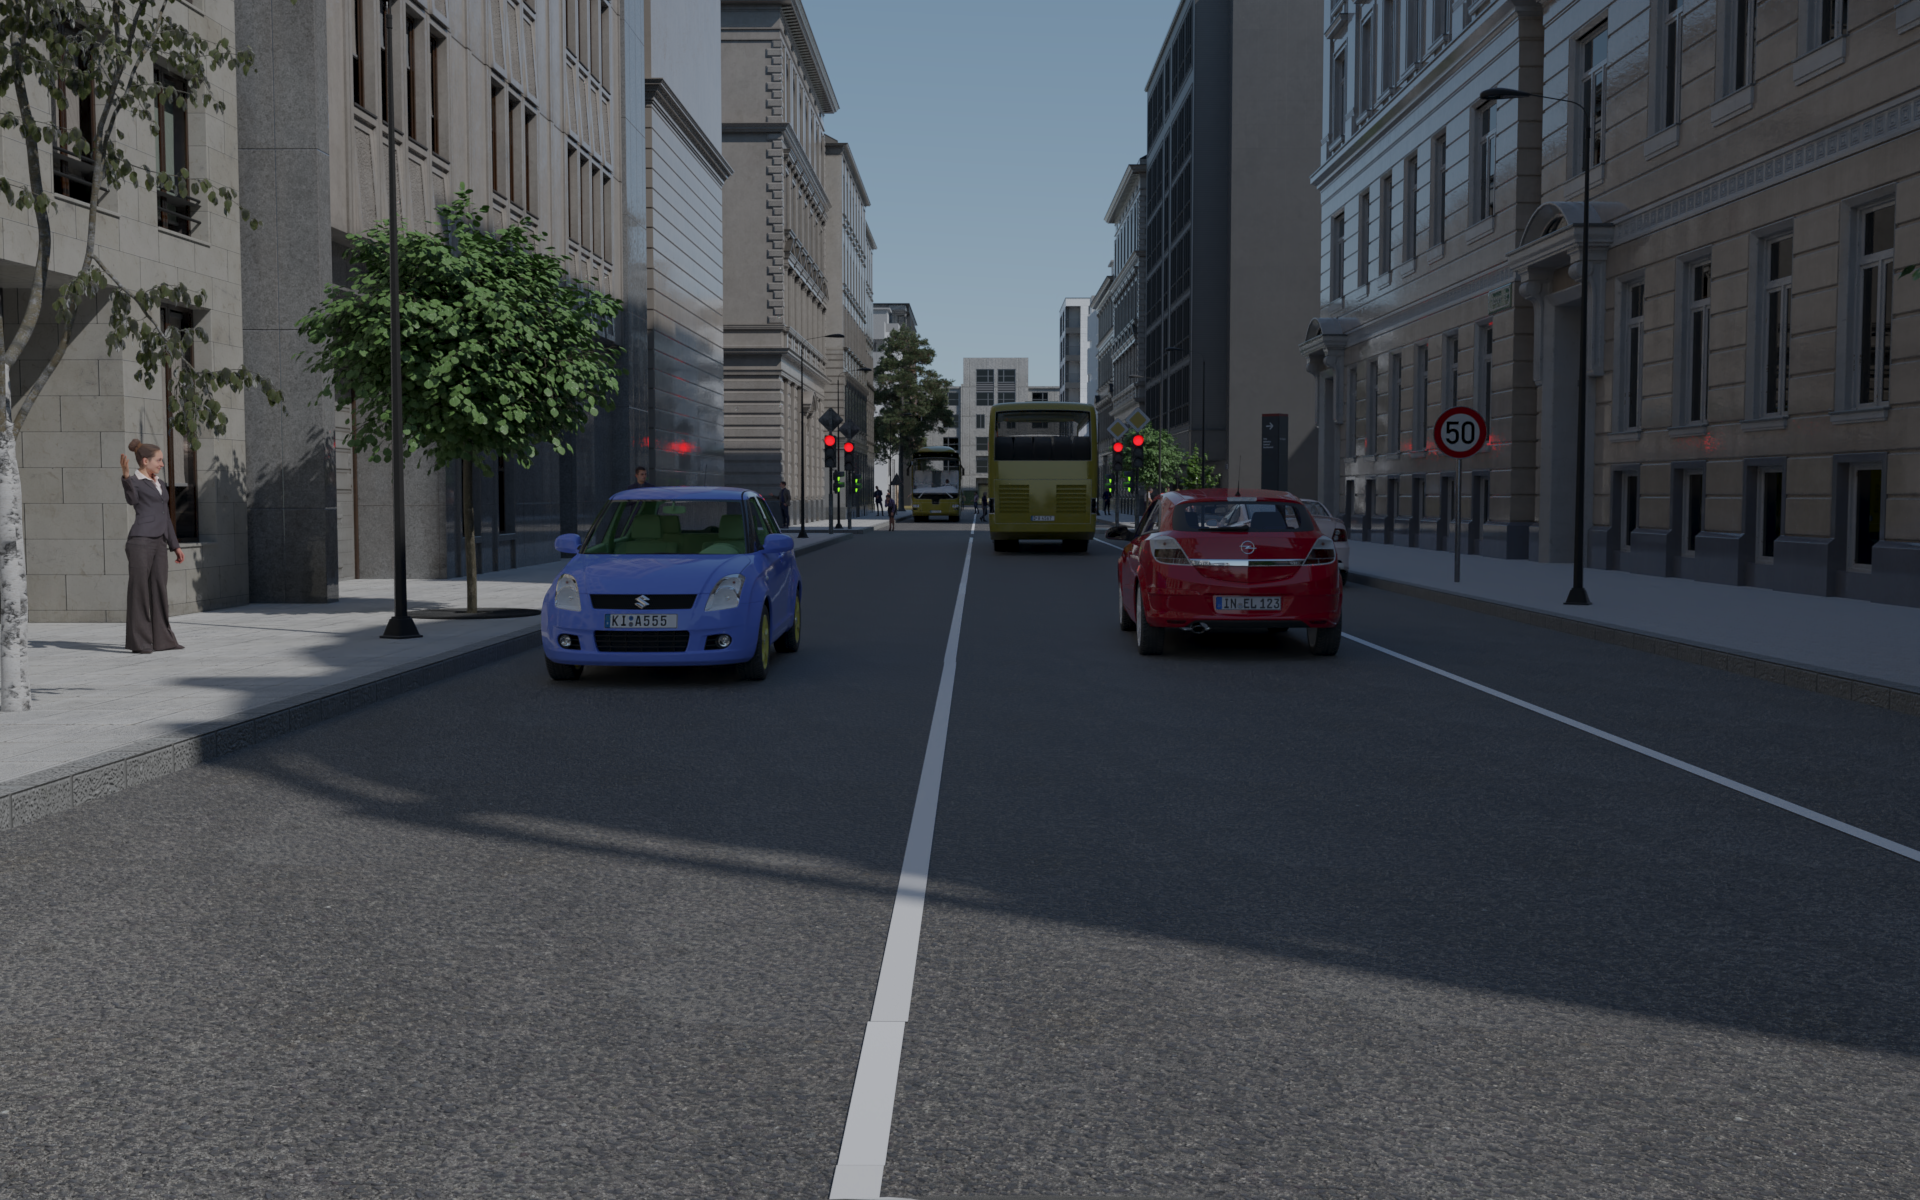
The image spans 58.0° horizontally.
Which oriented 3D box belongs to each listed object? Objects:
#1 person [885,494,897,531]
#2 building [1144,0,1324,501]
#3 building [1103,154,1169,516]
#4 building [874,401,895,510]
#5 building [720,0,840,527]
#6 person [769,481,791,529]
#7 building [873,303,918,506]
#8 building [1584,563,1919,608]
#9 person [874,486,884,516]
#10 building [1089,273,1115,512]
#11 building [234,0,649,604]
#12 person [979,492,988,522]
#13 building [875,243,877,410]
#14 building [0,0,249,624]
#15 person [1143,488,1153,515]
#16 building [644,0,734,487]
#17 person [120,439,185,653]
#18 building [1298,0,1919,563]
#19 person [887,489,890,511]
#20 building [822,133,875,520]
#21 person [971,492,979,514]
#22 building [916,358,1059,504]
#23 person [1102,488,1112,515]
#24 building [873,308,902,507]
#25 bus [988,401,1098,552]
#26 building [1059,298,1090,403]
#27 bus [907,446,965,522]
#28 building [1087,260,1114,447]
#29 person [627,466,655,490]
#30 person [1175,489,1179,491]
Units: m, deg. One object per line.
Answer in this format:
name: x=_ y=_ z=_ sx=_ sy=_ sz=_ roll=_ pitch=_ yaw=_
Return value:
person: x=-2.672 y=-3.359 z=66.650 sx=0.421 sy=1.427 sz=0.697 roll=1 pitch=4 yaw=20
building: x=17.374 y=-17.944 z=86.893 sx=14.314 sy=27.812 sz=24.014 roll=0 pitch=4 yaw=1
building: x=15.249 y=-17.149 z=109.260 sx=11.050 sy=23.489 sz=19.941 roll=0 pitch=4 yaw=1
building: x=-10.145 y=-12.924 z=153.454 sx=9.099 sy=9.664 sz=28.070 roll=0 pitch=4 yaw=1
building: x=-11.484 y=-15.061 z=75.120 sx=11.050 sy=23.489 sz=19.941 roll=0 pitch=4 yaw=1
person: x=-6.685 y=-3.532 z=64.315 sx=0.750 sy=1.759 sz=0.617 roll=-1 pitch=4 yaw=-23
building: x=-21.546 y=-21.736 z=199.363 sx=32.646 sy=21.610 sz=27.936 roll=0 pitch=4 yaw=1
building: x=17.026 y=-14.478 z=22.617 sx=13.634 sy=28.700 sz=20.117 roll=0 pitch=4 yaw=1
person: x=-4.706 y=-5.726 z=100.116 sx=0.683 sy=1.767 sz=0.568 roll=1 pitch=4 yaw=17
building: x=15.484 y=-16.168 z=128.968 sx=10.561 sy=19.102 sz=19.286 roll=0 pitch=4 yaw=1
building: x=-13.300 y=-12.934 z=29.497 sx=12.078 sy=24.808 sz=19.932 roll=0 pitch=4 yaw=1
person: x=1.262 y=-4.814 z=89.415 sx=0.569 sy=1.553 sz=0.471 roll=-2 pitch=4 yaw=-33
building: x=-10.773 y=-16.132 z=112.910 sx=9.793 sy=20.994 sz=18.267 roll=0 pitch=4 yaw=1
building: x=-13.500 y=-9.562 z=11.091 sx=10.420 sy=20.320 sz=16.860 roll=0 pitch=4 yaw=1
person: x=8.455 y=-4.242 z=77.612 sx=0.590 sy=1.554 sz=0.614 roll=0 pitch=4 yaw=5
building: x=-19.373 y=-15.282 z=47.121 sx=25.104 sy=27.353 sz=12.463 roll=0 pitch=4 yaw=1
person: x=-6.488 y=-0.431 z=13.891 sx=0.445 sy=1.727 sz=0.742 roll=-1 pitch=4 yaw=-20
building: x=17.029 y=-15.706 z=42.698 sx=13.634 sy=28.700 sz=20.117 roll=0 pitch=4 yaw=1
person: x=-5.551 y=-7.710 z=133.575 sx=0.415 sy=1.643 sz=0.593 roll=-3 pitch=4 yaw=-37
building: x=-10.293 y=-15.017 z=94.671 sx=9.793 sy=20.994 sz=18.267 roll=0 pitch=4 yaw=1
person: x=1.125 y=-6.927 z=123.714 sx=0.435 sy=1.587 sz=0.963 roll=-2 pitch=4 yaw=-29
building: x=0.503 y=-22.406 z=232.802 sx=31.486 sy=18.905 sz=16.747 roll=0 pitch=4 yaw=1
person: x=8.958 y=-5.996 z=104.789 sx=0.576 sy=1.737 sz=0.504 roll=-3 pitch=5 yaw=-40
building: x=-13.728 y=-19.410 z=173.768 sx=16.016 sy=20.091 sz=11.380 roll=0 pitch=4 yaw=1
bus: x=2.114 y=-3.330 z=45.997 sx=2.896 sy=3.916 sz=12.252 roll=0 pitch=4 yaw=2
building: x=25.069 y=-21.548 z=196.283 sx=27.936 sy=21.610 sz=32.646 roll=0 pitch=4 yaw=1
bus: x=-1.190 y=-6.174 z=92.492 sx=2.896 sy=3.916 sz=12.252 roll=0 pitch=4 yaw=0
building: x=18.816 y=-17.680 z=145.489 sx=16.016 sy=20.091 sz=11.380 roll=0 pitch=4 yaw=1
person: x=-4.937 y=-1.215 z=26.833 sx=0.541 sy=1.710 sz=0.530 roll=0 pitch=4 yaw=8
person: x=9.296 y=-4.037 z=74.595 sx=0.613 sy=1.512 sz=0.480 roll=2 pitch=4 yaw=30
